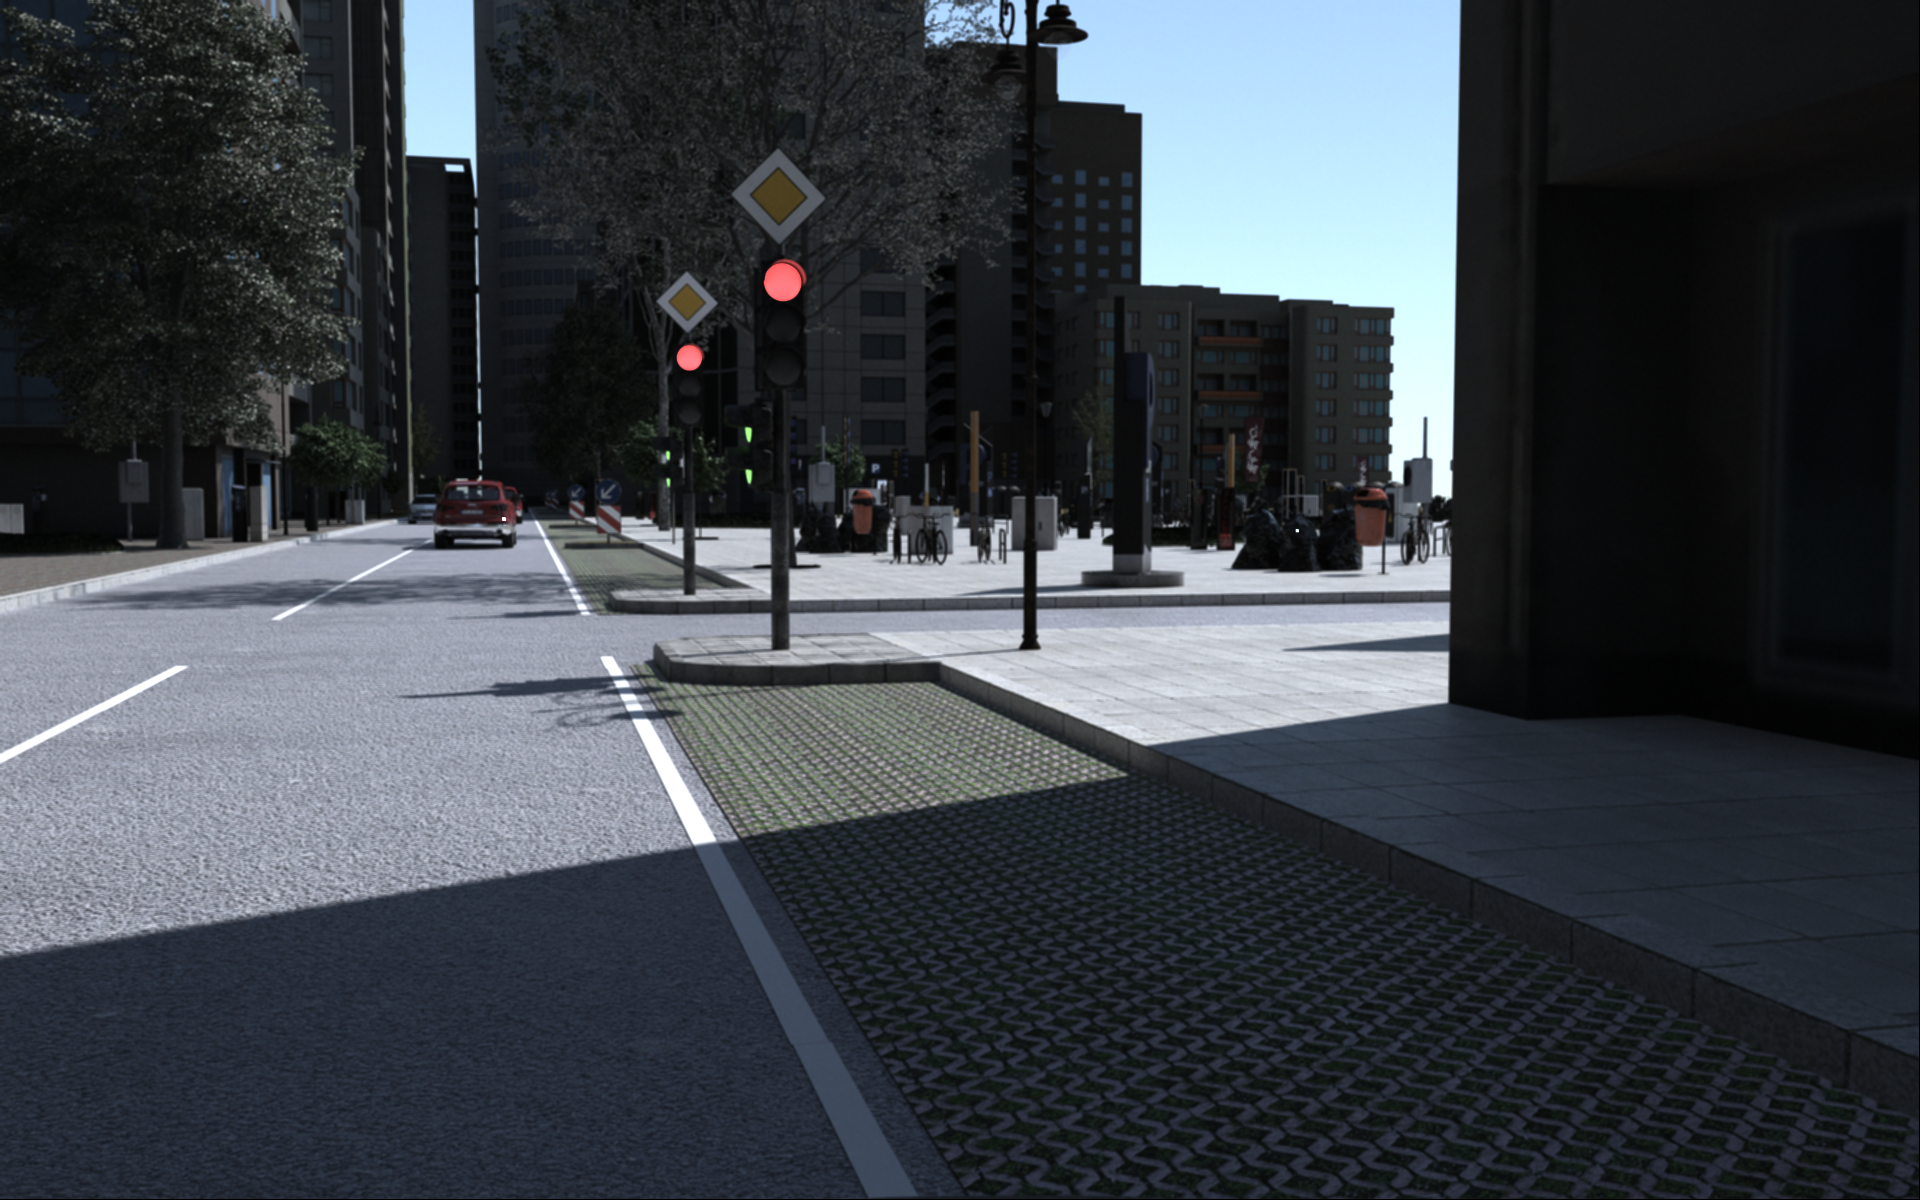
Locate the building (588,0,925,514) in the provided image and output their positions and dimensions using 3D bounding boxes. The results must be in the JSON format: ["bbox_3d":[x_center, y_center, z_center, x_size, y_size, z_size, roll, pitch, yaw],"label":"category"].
[{"bbox_3d":[-14.619,-41.482,116.486,20.563,71.187,20.611,-1,4,-14],"label":"building"}]

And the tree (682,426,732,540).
[{"bbox_3d":[-7.305,-3.318,48.850,1.663,3.219,1.824,0,3,0],"label":"tree"}]

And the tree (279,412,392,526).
[{"bbox_3d":[-25.328,-5.226,69.154,4.285,4.588,4.351,0,3,0],"label":"tree"}]

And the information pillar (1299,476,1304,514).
[{"bbox_3d":[13.671,-4.000,69.898,0.304,2.012,0.304,-2,4,-26],"label":"information pillar"}]

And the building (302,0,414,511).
[{"bbox_3d":[-47.837,-27.045,125.778,14.154,41.232,14.086,-1,4,-14],"label":"building"}]

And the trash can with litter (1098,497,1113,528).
[{"bbox_3d":[5.488,-3.335,65.907,0.624,1.170,1.055,0,4,-4],"label":"trash can with litter"}]

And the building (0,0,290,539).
[{"bbox_3d":[-29.487,-24.683,53.677,14.600,45.320,14.200,-1,4,-14],"label":"building"}]

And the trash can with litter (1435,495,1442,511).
[{"bbox_3d":[29.706,-5.885,107.279,1.678,1.210,2.233,-1,4,-18],"label":"trash can with litter"}]

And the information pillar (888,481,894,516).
[{"bbox_3d":[-3.909,-5.625,96.468,0.304,2.012,0.304,3,5,40],"label":"information pillar"}]

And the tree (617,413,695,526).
[{"bbox_3d":[-12.250,-5.286,70.134,4.285,4.588,4.351,0,3,0],"label":"tree"}]

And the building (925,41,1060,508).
[{"bbox_3d":[0.499,-31.783,169.758,14.200,45.320,14.600,-1,4,-14],"label":"building"}]

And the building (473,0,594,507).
[{"bbox_3d":[-37.650,-39.485,187.578,28.212,58.520,21.231,-1,4,-14],"label":"building"}]

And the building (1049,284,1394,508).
[{"bbox_3d":[22.755,-19.898,170.366,28.899,21.520,27.650,-1,4,-14],"label":"building"}]

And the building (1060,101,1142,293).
[{"bbox_3d":[11.555,-33.487,197.627,14.200,45.320,14.600,-1,4,-14],"label":"building"}]

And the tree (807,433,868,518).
[{"bbox_3d":[-6.525,-6.665,92.686,4.285,4.588,4.351,0,3,0],"label":"tree"}]

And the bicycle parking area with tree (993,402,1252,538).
[{"bbox_3d":[5.199,-4.138,54.665,8.231,4.147,9.016,0,4,0],"label":"bicycle parking area with tree"}]

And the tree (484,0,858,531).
[{"bbox_3d":[-8.843,-12.468,59.742,12.611,20.169,13.585,0,3,0],"label":"tree"}]

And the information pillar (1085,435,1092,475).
[{"bbox_3d":[5.097,-4.735,68.772,0.183,3.616,0.504,2,4,27],"label":"information pillar"}]

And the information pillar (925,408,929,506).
[{"bbox_3d":[-0.905,-3.416,47.211,0.183,3.616,0.504,0,4,-4],"label":"information pillar"}]

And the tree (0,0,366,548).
[{"bbox_3d":[-18.756,-8.208,40.850,9.857,13.997,8.962,0,3,0],"label":"tree"}]

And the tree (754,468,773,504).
[{"bbox_3d":[-9.264,-5.403,82.936,1.663,3.219,1.824,0,3,0],"label":"tree"}]

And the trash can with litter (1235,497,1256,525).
[{"bbox_3d":[10.484,-3.275,64.941,0.624,1.170,1.055,-1,4,-13],"label":"trash can with litter"}]

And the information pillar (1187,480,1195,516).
[{"bbox_3d":[11.754,-5.115,88.121,0.304,2.012,0.304,-1,4,-15],"label":"information pillar"}]

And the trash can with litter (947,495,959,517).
[{"bbox_3d":[-0.839,-5.245,96.810,2.233,1.210,1.678,1,4,13],"label":"trash can with litter"}]

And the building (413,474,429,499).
[{"bbox_3d":[-62.231,-30.343,150.738,28.867,44.769,22.147,-1,4,-14],"label":"building"}]

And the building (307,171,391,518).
[{"bbox_3d":[-49.837,-15.822,103.724,27.650,21.520,28.899,-1,4,-14],"label":"building"}]

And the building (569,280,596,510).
[{"bbox_3d":[-20.933,-19.086,157.089,27.650,21.520,28.899,-1,4,-14],"label":"building"}]

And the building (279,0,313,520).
[{"bbox_3d":[-41.836,-27.733,77.129,21.300,48.544,21.600,-1,4,-14],"label":"building"}]

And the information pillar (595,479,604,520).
[{"bbox_3d":[-17.875,-4.985,85.989,0.304,2.012,0.304,2,4,32],"label":"information pillar"}]

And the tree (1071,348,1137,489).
[{"bbox_3d":[7.938,-8.386,87.474,4.737,8.622,4.395,0,3,0],"label":"tree"}]

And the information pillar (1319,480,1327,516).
[{"bbox_3d":[18.750,-5.196,89.441,0.304,2.012,0.304,-1,4,-9],"label":"information pillar"}]

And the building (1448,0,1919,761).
[{"bbox_3d":[15.899,-23.113,1.606,21.300,48.544,21.600,-1,4,-14],"label":"building"}]

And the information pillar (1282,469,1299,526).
[{"bbox_3d":[9.640,-2.826,50.704,0.304,2.012,0.304,-1,4,-20],"label":"information pillar"}]

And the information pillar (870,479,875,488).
[{"bbox_3d":[-4.318,-5.051,87.071,0.304,2.012,0.304,-2,4,-28],"label":"information pillar"}]

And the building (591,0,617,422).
[{"bbox_3d":[-21.295,-27.564,134.271,14.154,41.232,14.086,-1,4,-14],"label":"building"}]

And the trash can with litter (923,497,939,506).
[{"bbox_3d":[-1.143,-3.839,74.155,0.624,1.170,1.055,2,4,26],"label":"trash can with litter"}]

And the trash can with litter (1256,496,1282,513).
[{"bbox_3d":[12.095,-3.490,68.455,1.055,1.170,0.624,-1,4,-19],"label":"trash can with litter"}]

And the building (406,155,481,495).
[{"bbox_3d":[-64.415,-30.314,187.516,23.993,40.220,32.217,-1,4,-14],"label":"building"}]

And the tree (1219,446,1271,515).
[{"bbox_3d":[10.123,-4.031,60.503,1.663,3.219,1.824,0,3,0],"label":"tree"}]

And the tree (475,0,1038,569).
[{"bbox_3d":[-3.116,-7.306,29.828,12.009,13.543,11.850,0,3,0],"label":"tree"}]

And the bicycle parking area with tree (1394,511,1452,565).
[{"bbox_3d":[12.577,-2.815,33.032,8.231,4.147,9.016,2,4,35],"label":"bicycle parking area with tree"}]
